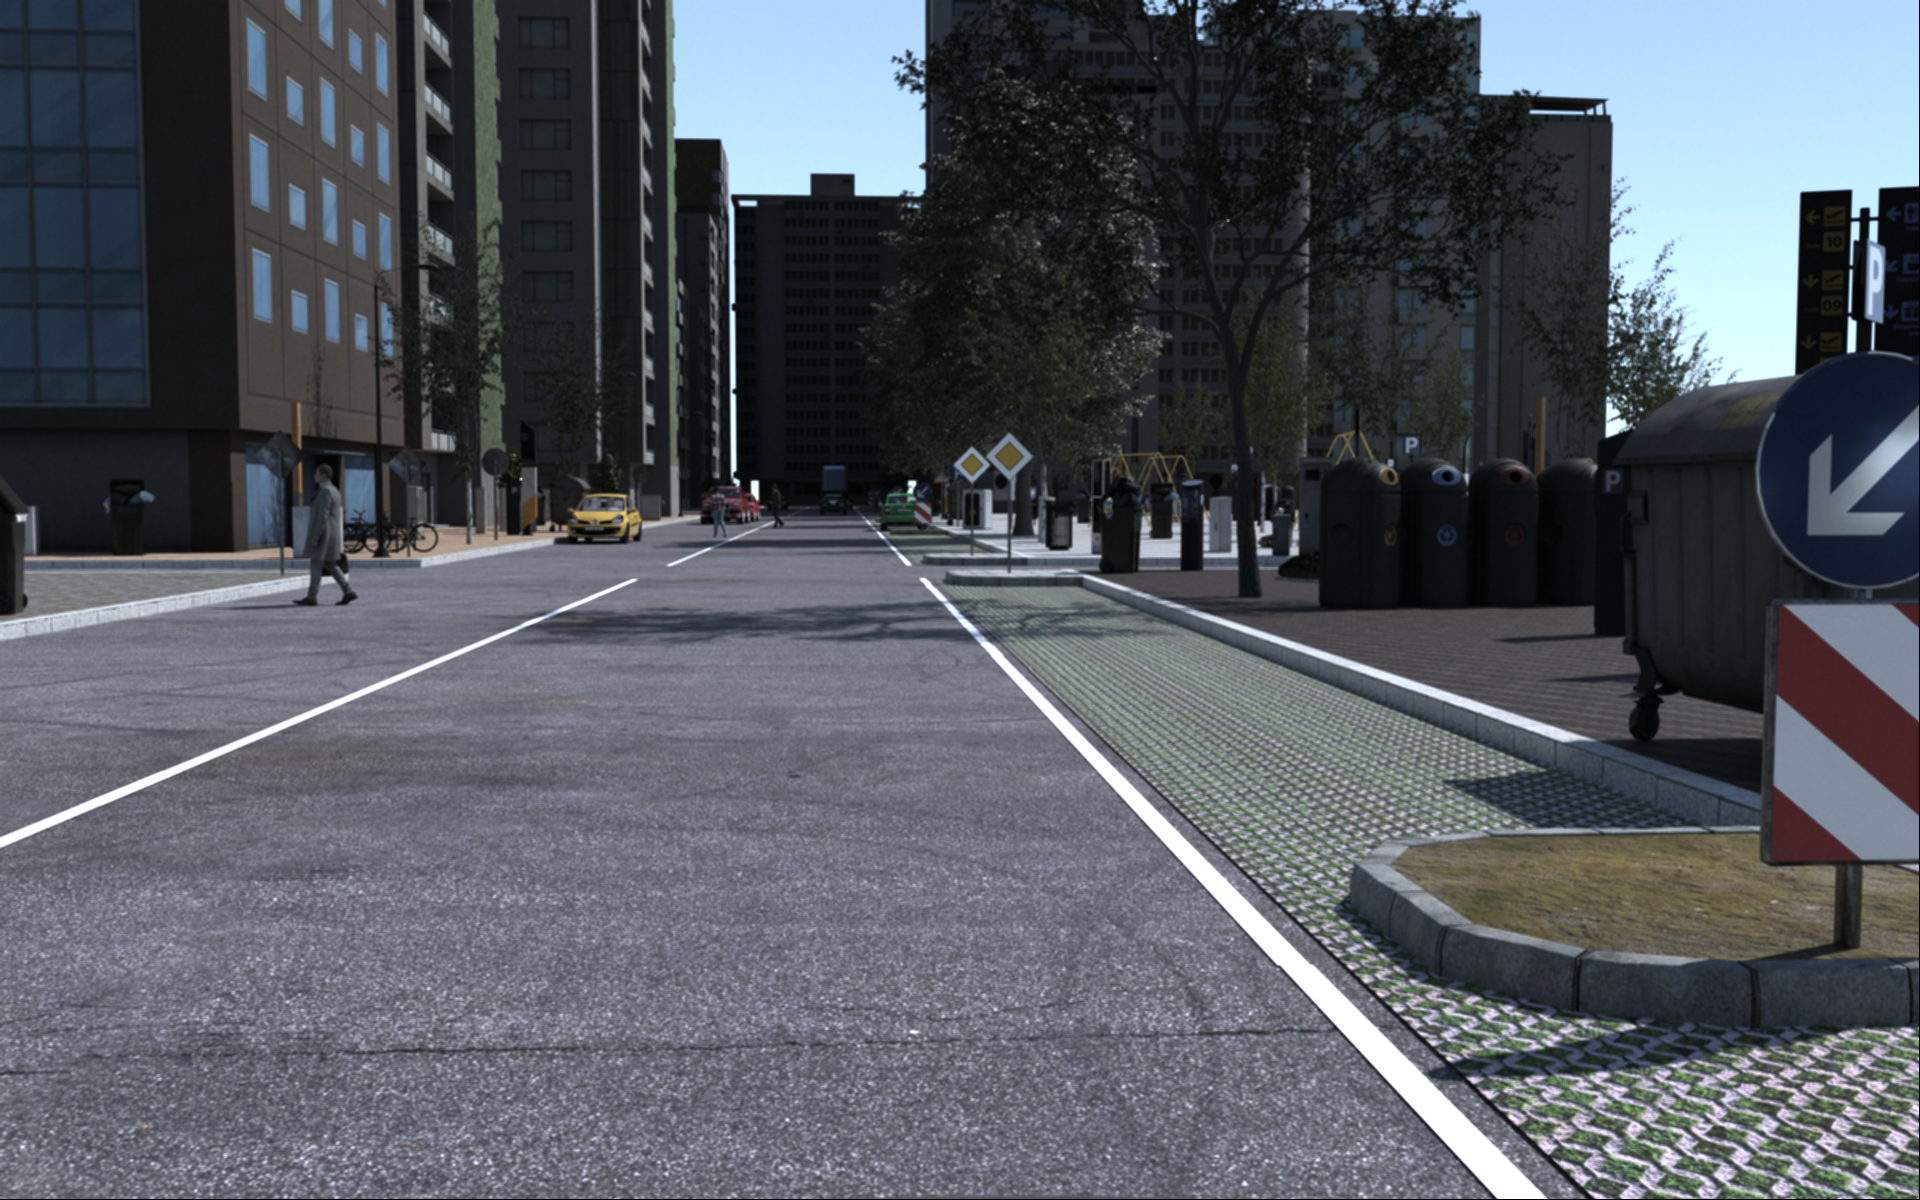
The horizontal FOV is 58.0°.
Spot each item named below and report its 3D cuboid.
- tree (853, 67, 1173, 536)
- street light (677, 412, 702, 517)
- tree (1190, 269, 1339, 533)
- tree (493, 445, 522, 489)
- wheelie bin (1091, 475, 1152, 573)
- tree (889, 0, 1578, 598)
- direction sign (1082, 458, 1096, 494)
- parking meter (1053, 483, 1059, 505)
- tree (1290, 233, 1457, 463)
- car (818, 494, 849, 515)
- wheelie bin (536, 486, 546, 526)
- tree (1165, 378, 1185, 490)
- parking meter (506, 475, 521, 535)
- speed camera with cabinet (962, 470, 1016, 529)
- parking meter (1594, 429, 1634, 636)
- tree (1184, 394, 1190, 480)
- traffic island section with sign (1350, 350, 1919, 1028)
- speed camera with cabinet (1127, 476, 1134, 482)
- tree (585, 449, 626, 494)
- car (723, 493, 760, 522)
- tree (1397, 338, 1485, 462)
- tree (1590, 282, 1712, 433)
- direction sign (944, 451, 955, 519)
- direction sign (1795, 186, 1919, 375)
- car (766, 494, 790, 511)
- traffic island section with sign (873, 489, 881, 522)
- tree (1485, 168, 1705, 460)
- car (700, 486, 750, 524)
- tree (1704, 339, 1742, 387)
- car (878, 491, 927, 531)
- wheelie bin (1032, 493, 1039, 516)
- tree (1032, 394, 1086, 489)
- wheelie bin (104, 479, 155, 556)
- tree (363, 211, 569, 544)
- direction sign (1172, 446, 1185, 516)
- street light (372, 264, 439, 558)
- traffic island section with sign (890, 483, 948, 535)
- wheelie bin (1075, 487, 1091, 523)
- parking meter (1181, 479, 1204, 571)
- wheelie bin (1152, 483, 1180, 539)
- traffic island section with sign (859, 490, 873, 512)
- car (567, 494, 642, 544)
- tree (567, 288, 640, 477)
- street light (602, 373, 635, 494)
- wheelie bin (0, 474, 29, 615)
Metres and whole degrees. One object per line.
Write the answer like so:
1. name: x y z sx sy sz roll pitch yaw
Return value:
1. tree: 2.061 -8.973 53.364 9.857 13.997 8.962 0 3 0
2. street light: -15.359 -7.701 98.455 1.470 5.913 1.316 0 4 -4
3. tree: 10.325 -6.552 57.483 4.737 8.622 4.395 0 3 0
4. tree: -17.466 -4.504 68.248 1.663 3.219 1.824 0 3 0
5. wheelie bin: 2.647 -1.247 28.294 0.693 1.594 0.980 1 4 19
6. tree: 3.565 -5.333 21.607 8.767 10.594 7.601 -1 4 -13
7. direction sign: 8.027 -7.068 107.565 0.876 3.537 0.379 1 4 18
8. parking meter: 5.148 -5.353 93.239 0.255 1.863 0.399 -1 4 -8
9. tree: 11.361 -6.001 48.477 4.360 8.622 3.978 0 3 0
10. car: -8.757 -6.619 120.024 2.131 1.459 4.920 0 4 -3
11. wheelie bin: -17.276 -3.822 70.392 0.980 1.594 0.693 2 4 34
12. tree: 13.785 -9.449 104.848 4.737 8.622 4.395 0 3 0
13. parking meter: -13.991 -2.970 54.275 0.399 1.863 0.255 -3 4 -37
14. speed camera with cabinet: 1.071 -4.208 63.141 2.038 3.252 0.660 2 4 34
15. parking meter: 5.998 -0.614 15.754 0.255 1.863 0.399 -2 4 -31
16. tree: 15.175 -8.701 92.623 4.737 8.622 4.395 0 3 0
17. traffic island section with sign: 2.369 0.186 5.580 1.989 1.847 2.006 0 4 -4
18. speed camera with cabinet: 7.970 -5.788 88.965 2.038 3.252 0.660 -2 4 -33
19. tree: -15.076 -4.822 73.445 1.663 3.219 1.824 0 3 0
20. car: -11.449 -4.964 90.199 2.155 1.783 4.494 0 4 -2
21. tree: 22.936 -8.078 82.432 4.737 8.622 4.395 0 3 0
22. tree: 24.110 -6.772 61.084 4.737 8.622 4.395 0 3 0
23. direction sign: -0.551 -6.019 90.403 0.379 3.537 0.876 -3 5 -41
24. direction sign: 6.715 -1.281 12.949 0.876 3.537 0.379 1 4 18
25. car: -15.581 -8.457 148.050 2.009 1.686 4.222 0 4 -6
26. traffic island section with sign: -3.305 -4.860 88.096 1.989 1.847 2.006 0 4 -4
27. tree: 14.308 -5.483 40.003 4.360 8.622 3.978 0 3 0
28. car: -11.307 -4.582 83.596 2.281 1.827 5.304 0 4 -2
29. tree: 27.484 -7.123 66.825 4.360 8.622 3.978 0 3 0
30. car: -2.256 -3.646 68.405 1.959 1.807 4.718 0 4 -3
31. wheelie bin: 4.278 -5.669 100.598 0.693 1.594 0.980 0 4 -4
32. tree: 4.489 -8.568 90.448 4.360 8.622 3.978 0 3 0
33. wheelie bin: -17.338 -1.728 36.164 0.980 1.594 0.693 -2 4 -23
34. tree: -12.824 -5.740 44.206 4.360 8.622 3.978 0 3 0
35. direction sign: 10.421 -5.540 82.578 0.379 3.537 0.876 -2 4 -33
36. street light: -11.207 -3.821 35.019 1.470 5.913 1.316 0 4 -4
37. traffic island section with sign: -1.466 -3.216 61.204 1.989 1.847 2.006 0 4 -4
38. wheelie bin: 5.464 -4.198 76.549 0.693 1.594 0.980 1 4 11
39. parking meter: 3.901 -1.265 29.089 0.372 1.533 0.369 0 3 0
40. wheelie bin: 5.834 -2.566 49.869 0.980 1.594 0.693 0 4 3
41. traffic island section with sign: -8.561 -9.540 164.607 1.989 1.847 2.006 0 4 -4
42. car: -10.495 -2.508 51.235 2.015 1.641 3.980 0 4 -2
43. tree: -14.048 -6.886 62.945 4.360 8.622 3.978 0 3 0
44. street light: -13.185 -5.759 66.704 1.470 5.913 1.316 0 4 -4
45. wheelie bin: -10.381 -0.647 18.489 0.693 1.594 0.980 -1 4 -17
